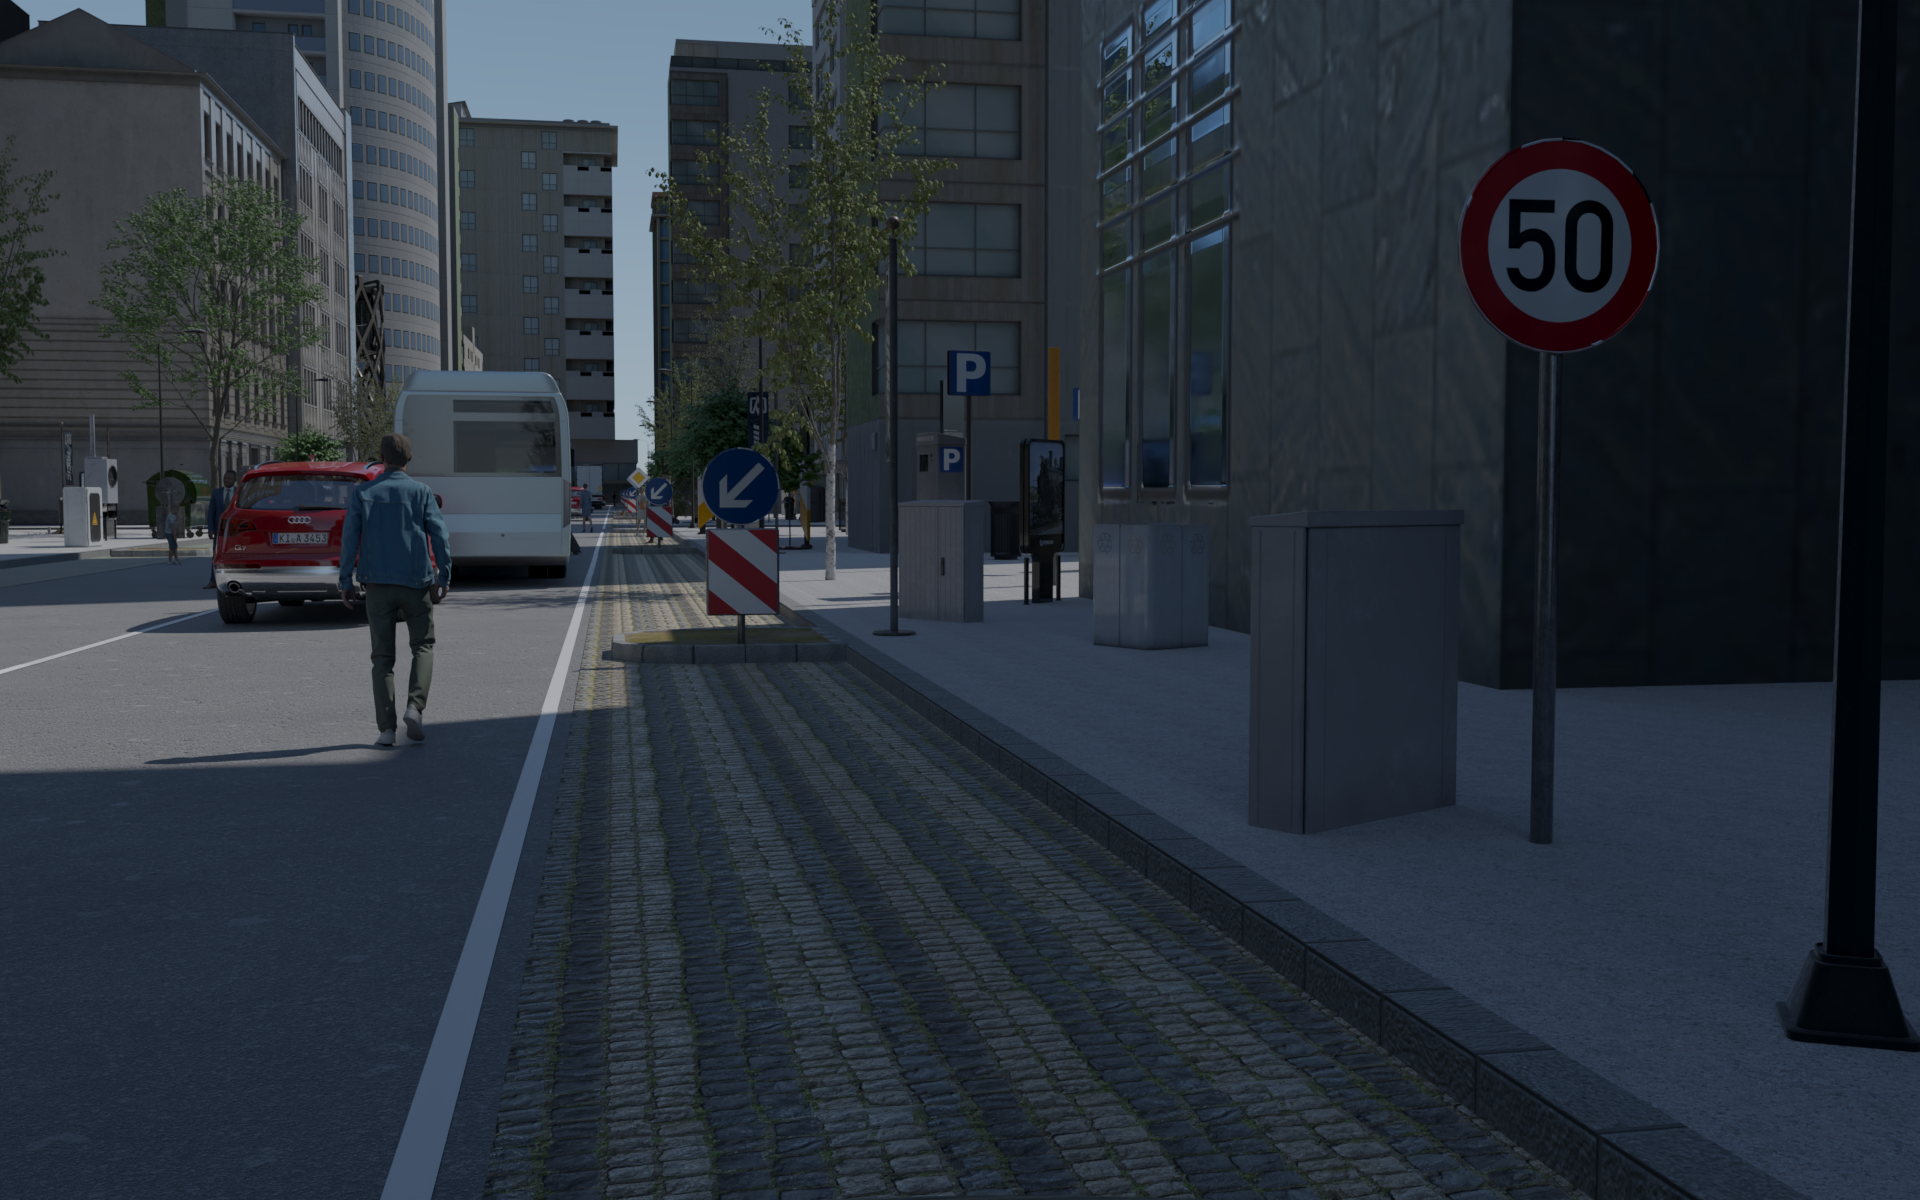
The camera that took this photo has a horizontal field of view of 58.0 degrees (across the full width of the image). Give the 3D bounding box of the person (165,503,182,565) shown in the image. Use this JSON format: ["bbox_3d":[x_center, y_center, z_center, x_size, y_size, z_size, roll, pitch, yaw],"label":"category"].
[{"bbox_3d":[-15.996,-1.348,35.224,0.352,1.250,0.332,1,4,11],"label":"person"}]

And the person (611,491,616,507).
[{"bbox_3d":[-38.418,-11.175,192.029,0.721,1.723,1.217,1,4,12],"label":"person"}]

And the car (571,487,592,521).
[{"bbox_3d":[-20.959,-5.172,93.232,2.281,1.827,5.304,-1,4,-13],"label":"car"}]

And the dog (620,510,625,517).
[{"bbox_3d":[-19.669,-4.991,100.887,0.540,0.507,0.406,1,4,15],"label":"dog"}]

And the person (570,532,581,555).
[{"bbox_3d":[-9.636,-1.946,40.528,1.509,1.804,0.699,-2,4,-23],"label":"person"}]

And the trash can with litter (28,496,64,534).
[{"bbox_3d":[-28.758,-2.723,55.576,1.678,1.210,2.233,-3,5,-44],"label":"trash can with litter"}]

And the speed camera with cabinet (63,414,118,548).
[{"bbox_3d":[-21.303,-2.943,42.449,0.660,3.252,2.038,0,4,-6],"label":"speed camera with cabinet"}]

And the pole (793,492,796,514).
[{"bbox_3d":[-10.502,-7.088,109.735,0.158,3.312,0.155,0,3,0],"label":"pole"}]

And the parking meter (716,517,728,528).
[{"bbox_3d":[-7.769,-2.938,56.446,0.372,1.533,0.369,0,3,0],"label":"parking meter"}]

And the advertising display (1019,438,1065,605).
[{"bbox_3d":[0.975,-0.929,20.409,0.123,1.923,0.974,2,4,29],"label":"advertising display"}]

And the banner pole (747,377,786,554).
[{"bbox_3d":[-4.175,-2.889,37.257,0.863,3.779,0.401,0,4,8],"label":"banner pole"}]

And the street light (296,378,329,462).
[{"bbox_3d":[-26.032,-5.934,69.557,1.470,5.913,1.316,-1,4,-11],"label":"street light"}]

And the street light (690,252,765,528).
[{"bbox_3d":[-4.399,-3.732,33.556,1.470,5.913,1.316,-1,4,-11],"label":"street light"}]

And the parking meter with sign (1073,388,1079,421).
[{"bbox_3d":[2.471,-2.011,29.138,0.543,3.016,1.738,2,4,25],"label":"parking meter with sign"}]

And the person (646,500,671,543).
[{"bbox_3d":[-8.718,-2.529,50.039,0.721,1.800,0.419,0,4,6],"label":"person"}]

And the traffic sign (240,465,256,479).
[{"bbox_3d":[-25.259,-3.639,61.628,0.606,2.300,0.079,-1,4,-11],"label":"traffic sign"}]

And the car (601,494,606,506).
[{"bbox_3d":[-43.089,-12.024,205.259,2.281,1.827,5.304,-1,4,-10],"label":"car"}]

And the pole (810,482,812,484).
[{"bbox_3d":[-7.616,-5.789,88.498,0.158,3.312,0.155,0,3,0],"label":"pole"}]

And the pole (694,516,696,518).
[{"bbox_3d":[-13.281,-5.701,87.051,0.158,3.312,0.155,0,3,0],"label":"pole"}]

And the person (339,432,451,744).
[{"bbox_3d":[-3.217,-0.064,9.888,0.601,1.785,0.444,-1,4,-14],"label":"person"}]

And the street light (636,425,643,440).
[{"bbox_3d":[-20.805,-8.784,116.160,1.470,5.913,1.316,-1,4,-11],"label":"street light"}]

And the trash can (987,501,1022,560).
[{"bbox_3d":[0.898,-1.359,33.868,0.748,1.137,0.748,0,3,0],"label":"trash can"}]

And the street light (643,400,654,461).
[{"bbox_3d":[-14.860,-6.943,86.058,1.470,5.913,1.316,-1,4,-11],"label":"street light"}]

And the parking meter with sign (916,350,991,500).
[{"bbox_3d":[-0.223,-1.566,21.871,0.543,3.016,1.738,-2,4,-24],"label":"parking meter with sign"}]

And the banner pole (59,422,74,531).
[{"bbox_3d":[-31.022,-4.289,60.149,0.863,3.779,0.401,2,4,33],"label":"banner pole"}]

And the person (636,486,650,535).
[{"bbox_3d":[-10.935,-3.071,59.716,0.512,1.701,0.522,-1,4,-11],"label":"person"}]

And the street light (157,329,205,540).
[{"bbox_3d":[-21.949,-4.666,48.836,1.470,5.913,1.316,-1,4,-11],"label":"street light"}]

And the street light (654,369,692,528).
[{"bbox_3d":[-10.518,-5.623,64.479,1.470,5.913,1.316,-1,4,-11],"label":"street light"}]

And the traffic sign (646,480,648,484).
[{"bbox_3d":[-24.424,-8.368,136.927,0.768,2.556,0.104,0,4,-7],"label":"traffic sign"}]

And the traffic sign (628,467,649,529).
[{"bbox_3d":[-11.933,-3.715,64.385,0.795,2.450,0.064,-1,4,-11],"label":"traffic sign"}]

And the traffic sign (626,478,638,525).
[{"bbox_3d":[-13.499,-4.194,72.215,0.795,2.450,0.064,-1,4,-11],"label":"traffic sign"}]

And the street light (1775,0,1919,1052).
[{"bbox_3d":[1.590,-1.916,3.870,1.470,5.913,1.316,-1,4,-11],"label":"street light"}]

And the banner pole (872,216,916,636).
[{"bbox_3d":[-0.636,-1.584,15.919,0.401,3.779,0.863,-1,4,-9],"label":"banner pole"}]

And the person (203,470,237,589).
[{"bbox_3d":[-11.167,-1.082,26.378,0.721,1.800,0.419,-2,4,-23],"label":"person"}]

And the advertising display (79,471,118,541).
[{"bbox_3d":[-24.744,-2.724,49.753,0.974,1.923,0.123,-3,5,-42],"label":"advertising display"}]

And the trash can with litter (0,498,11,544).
[{"bbox_3d":[-24.944,-2.026,44.509,1.055,1.170,0.624,1,4,20],"label":"trash can with litter"}]

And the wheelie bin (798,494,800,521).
[{"bbox_3d":[-7.222,-4.550,82.295,0.693,1.594,0.980,3,5,44],"label":"wheelie bin"}]

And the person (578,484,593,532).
[{"bbox_3d":[-13.963,-3.436,64.695,0.581,1.822,0.654,-2,4,-34],"label":"person"}]

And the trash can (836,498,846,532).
[{"bbox_3d":[-3.785,-2.857,58.359,0.748,1.137,0.748,0,3,0],"label":"trash can"}]

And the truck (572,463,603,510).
[{"bbox_3d":[-35.132,-10.689,163.675,2.839,4.237,11.283,-1,4,-13],"label":"truck"}]

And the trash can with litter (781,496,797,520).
[{"bbox_3d":[-8.450,-4.554,85.848,0.624,1.170,1.055,1,4,9],"label":"trash can with litter"}]

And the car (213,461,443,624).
[{"bbox_3d":[-7.469,-0.744,20.833,2.281,1.827,5.304,-1,4,-11],"label":"car"}]

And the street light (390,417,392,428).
[{"bbox_3d":[-32.046,-7.757,99.365,1.470,5.913,1.316,-1,4,-11],"label":"street light"}]

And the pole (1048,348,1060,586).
[{"bbox_3d":[1.311,-1.860,24.249,0.158,3.312,0.155,0,3,0],"label":"pole"}]

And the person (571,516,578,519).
[{"bbox_3d":[-22.168,-5.574,99.842,0.606,1.804,0.583,-3,5,-40],"label":"person"}]
